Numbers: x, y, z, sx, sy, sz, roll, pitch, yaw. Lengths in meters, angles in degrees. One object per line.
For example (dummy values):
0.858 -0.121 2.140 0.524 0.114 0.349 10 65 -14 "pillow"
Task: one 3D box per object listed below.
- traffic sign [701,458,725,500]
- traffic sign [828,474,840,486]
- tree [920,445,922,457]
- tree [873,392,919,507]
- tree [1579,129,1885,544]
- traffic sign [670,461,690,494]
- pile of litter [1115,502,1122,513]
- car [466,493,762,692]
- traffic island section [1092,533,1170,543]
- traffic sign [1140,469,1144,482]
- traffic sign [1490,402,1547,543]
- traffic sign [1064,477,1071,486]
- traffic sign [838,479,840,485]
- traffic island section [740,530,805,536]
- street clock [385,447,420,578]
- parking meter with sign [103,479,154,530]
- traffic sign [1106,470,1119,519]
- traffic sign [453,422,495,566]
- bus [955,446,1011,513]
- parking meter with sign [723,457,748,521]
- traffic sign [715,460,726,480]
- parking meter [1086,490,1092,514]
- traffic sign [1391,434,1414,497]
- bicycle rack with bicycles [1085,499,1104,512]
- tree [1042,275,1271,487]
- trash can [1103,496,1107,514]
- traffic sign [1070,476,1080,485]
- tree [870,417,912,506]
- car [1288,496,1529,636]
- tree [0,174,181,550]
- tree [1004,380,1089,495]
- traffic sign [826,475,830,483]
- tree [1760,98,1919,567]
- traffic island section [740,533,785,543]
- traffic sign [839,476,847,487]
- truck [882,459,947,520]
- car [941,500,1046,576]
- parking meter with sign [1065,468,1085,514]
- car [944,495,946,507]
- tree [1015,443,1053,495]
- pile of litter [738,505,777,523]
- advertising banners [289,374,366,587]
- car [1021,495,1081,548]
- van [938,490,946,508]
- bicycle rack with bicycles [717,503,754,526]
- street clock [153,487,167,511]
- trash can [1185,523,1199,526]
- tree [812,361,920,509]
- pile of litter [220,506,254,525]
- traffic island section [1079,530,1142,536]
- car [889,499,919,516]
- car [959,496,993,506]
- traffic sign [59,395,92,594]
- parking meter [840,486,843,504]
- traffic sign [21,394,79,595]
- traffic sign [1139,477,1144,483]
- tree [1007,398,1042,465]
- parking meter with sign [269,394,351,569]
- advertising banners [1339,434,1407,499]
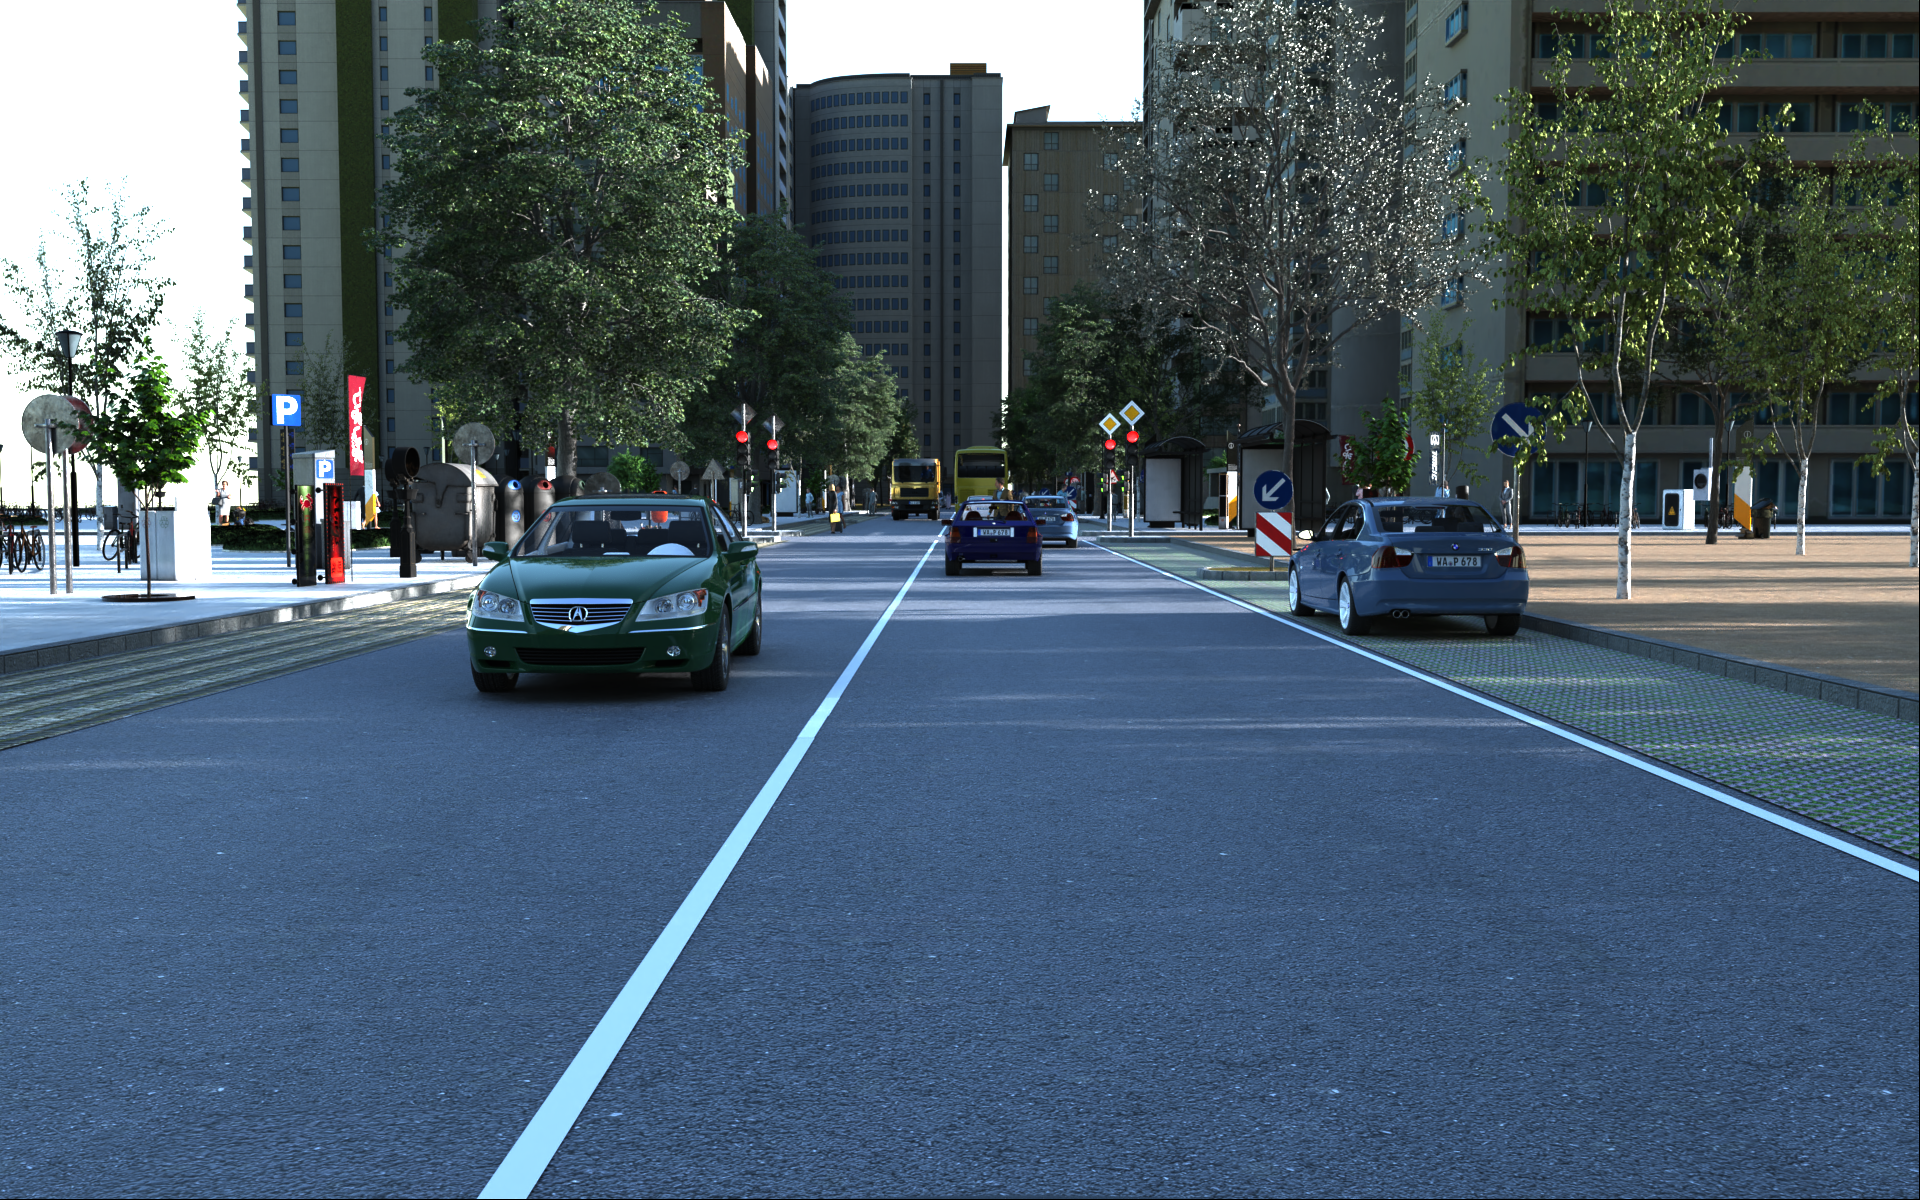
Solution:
-8.964 -3.840 62.795 0.884 2.594 0.081 0 4 7 "traffic sign"
-8.199 -6.868 112.390 0.768 2.556 0.104 1 4 10 "traffic sign"
-8.480 -17.687 206.193 9.611 12.733 9.660 0 3 0 "tree"
-8.153 -14.879 169.027 9.928 11.665 9.643 0 3 0 "tree"
19.597 -6.704 44.023 7.601 10.594 8.767 0 4 3 "tree"
-10.814 -4.083 66.858 0.768 2.556 0.104 0 4 3 "traffic sign"
10.722 -6.178 114.973 1.176 0.858 1.719 0 4 -4 "pile of litter"
-2.654 -0.140 14.086 2.131 1.459 4.920 0 4 -2 "car"
5.148 -1.812 51.914 2.009 0.180 2.903 0 4 0 "traffic island section"
8.989 -5.053 82.720 0.768 2.556 0.104 0 4 6 "traffic sign"
7.750 -1.469 24.122 0.768 2.556 0.104 0 4 4 "traffic sign"
8.191 -7.971 130.424 0.768 2.556 0.104 0 4 4 "traffic sign"
-8.709 -7.336 120.041 0.768 2.556 0.104 0 4 3 "traffic sign"
-6.460 -2.304 59.954 2.009 0.180 2.903 0 4 0 "traffic island section"
-8.478 -1.344 26.549 0.358 2.002 0.471 1 4 11 "street clock"
-29.894 -4.039 62.294 1.738 3.016 0.543 0 4 -2 "parking meter with sign"
7.942 -5.517 90.202 0.884 2.594 0.081 0 4 4 "traffic sign"
-8.618 -1.871 30.704 0.768 2.556 0.104 0 4 6 "traffic sign"
1.153 -5.892 87.887 2.896 3.916 12.252 0 4 1 "bus"
-10.453 -5.217 81.557 0.543 3.016 1.738 -3 4 -38 "parking meter with sign"
-9.319 -4.057 66.062 0.795 2.593 0.064 1 4 9 "traffic sign"
8.389 -6.357 112.351 0.372 1.533 0.369 0 3 0 "parking meter"
8.410 -2.050 33.624 0.768 2.556 0.104 0 4 3 "traffic sign"
9.412 -6.548 120.438 2.852 0.926 2.925 -1 4 -11 "bicycle rack with bicycles"
8.600 -8.353 70.978 8.767 10.594 7.601 1 4 16 "tree"
9.156 -6.080 111.066 0.748 1.137 0.748 0 3 0 "trash can"
8.309 -7.659 125.328 0.768 2.556 0.104 0 4 8 "traffic sign"
-8.615 -15.216 183.199 7.601 10.594 8.767 -1 4 -14 "tree"
4.749 -0.412 18.747 2.014 1.417 4.499 0 4 0 "car"
-19.880 -5.444 39.380 4.360 8.622 3.978 0 3 0 "tree"
7.965 -13.659 149.073 9.928 11.665 9.643 0 3 0 "tree"
-8.660 -7.117 116.461 0.768 2.556 0.104 0 4 5 "traffic sign"
17.067 -4.897 30.424 4.737 8.622 4.395 0 3 0 "tree"
-6.494 -1.816 51.969 2.009 0.180 2.903 0 4 0 "traffic island section"
-8.268 -7.371 120.620 0.768 2.556 0.104 0 4 5 "traffic sign"
-2.428 -6.160 96.639 3.469 3.379 9.791 0 4 0 "truck"
0.618 -1.175 31.798 1.945 1.354 3.894 0 4 1 "car"
7.471 -7.068 111.818 0.543 3.016 1.738 -2 4 -30 "parking meter with sign"
-2.347 -10.832 189.467 2.083 1.381 4.827 0 4 0 "car"
7.762 -13.710 174.520 4.737 8.622 4.395 0 3 0 "tree"
-8.975 -3.856 77.007 1.719 0.858 1.176 1 4 15 "pile of litter"
-8.977 -1.747 24.744 0.090 3.025 2.074 1 4 10 "advertising banners"
2.305 -2.161 47.336 2.014 1.417 4.499 0 4 2 "car"
-2.431 -10.423 177.426 2.013 2.044 4.112 0 4 1 "van"
-10.053 -3.448 69.752 2.852 0.926 2.925 -3 5 -43 "bicycle rack with bicycles"
-22.531 -2.704 48.781 0.471 2.002 0.358 -1 4 -8 "street clock"
9.312 -3.533 69.419 0.748 1.137 0.748 0 3 0 "trash can"
-9.383 -14.229 149.647 9.611 12.733 9.660 0 3 0 "tree"
-25.516 -2.865 60.813 1.176 0.858 1.719 3 4 38 "pile of litter"
5.182 -2.301 59.899 2.009 0.180 2.903 0 4 0 "traffic island section"
-3.538 -6.317 112.318 2.155 1.783 4.494 0 4 -1 "car"
1.003 -4.036 78.354 2.083 1.381 4.827 0 4 0 "car"
-11.505 -1.357 22.298 0.768 2.556 0.104 0 4 4 "traffic sign"
-7.852 -6.550 112.810 0.399 1.863 0.255 3 4 39 "parking meter"
-11.588 -1.343 22.067 0.768 2.556 0.104 0 4 4 "traffic sign"
9.926 -5.669 92.791 0.768 2.556 0.104 0 4 8 "traffic sign"
7.463 -11.355 120.074 8.767 10.594 7.601 0 4 1 "tree"
-11.159 -2.056 29.881 1.738 3.016 0.543 3 4 38 "parking meter with sign"
12.038 -3.329 50.622 2.074 3.025 0.090 2 4 33 "advertising banners"
